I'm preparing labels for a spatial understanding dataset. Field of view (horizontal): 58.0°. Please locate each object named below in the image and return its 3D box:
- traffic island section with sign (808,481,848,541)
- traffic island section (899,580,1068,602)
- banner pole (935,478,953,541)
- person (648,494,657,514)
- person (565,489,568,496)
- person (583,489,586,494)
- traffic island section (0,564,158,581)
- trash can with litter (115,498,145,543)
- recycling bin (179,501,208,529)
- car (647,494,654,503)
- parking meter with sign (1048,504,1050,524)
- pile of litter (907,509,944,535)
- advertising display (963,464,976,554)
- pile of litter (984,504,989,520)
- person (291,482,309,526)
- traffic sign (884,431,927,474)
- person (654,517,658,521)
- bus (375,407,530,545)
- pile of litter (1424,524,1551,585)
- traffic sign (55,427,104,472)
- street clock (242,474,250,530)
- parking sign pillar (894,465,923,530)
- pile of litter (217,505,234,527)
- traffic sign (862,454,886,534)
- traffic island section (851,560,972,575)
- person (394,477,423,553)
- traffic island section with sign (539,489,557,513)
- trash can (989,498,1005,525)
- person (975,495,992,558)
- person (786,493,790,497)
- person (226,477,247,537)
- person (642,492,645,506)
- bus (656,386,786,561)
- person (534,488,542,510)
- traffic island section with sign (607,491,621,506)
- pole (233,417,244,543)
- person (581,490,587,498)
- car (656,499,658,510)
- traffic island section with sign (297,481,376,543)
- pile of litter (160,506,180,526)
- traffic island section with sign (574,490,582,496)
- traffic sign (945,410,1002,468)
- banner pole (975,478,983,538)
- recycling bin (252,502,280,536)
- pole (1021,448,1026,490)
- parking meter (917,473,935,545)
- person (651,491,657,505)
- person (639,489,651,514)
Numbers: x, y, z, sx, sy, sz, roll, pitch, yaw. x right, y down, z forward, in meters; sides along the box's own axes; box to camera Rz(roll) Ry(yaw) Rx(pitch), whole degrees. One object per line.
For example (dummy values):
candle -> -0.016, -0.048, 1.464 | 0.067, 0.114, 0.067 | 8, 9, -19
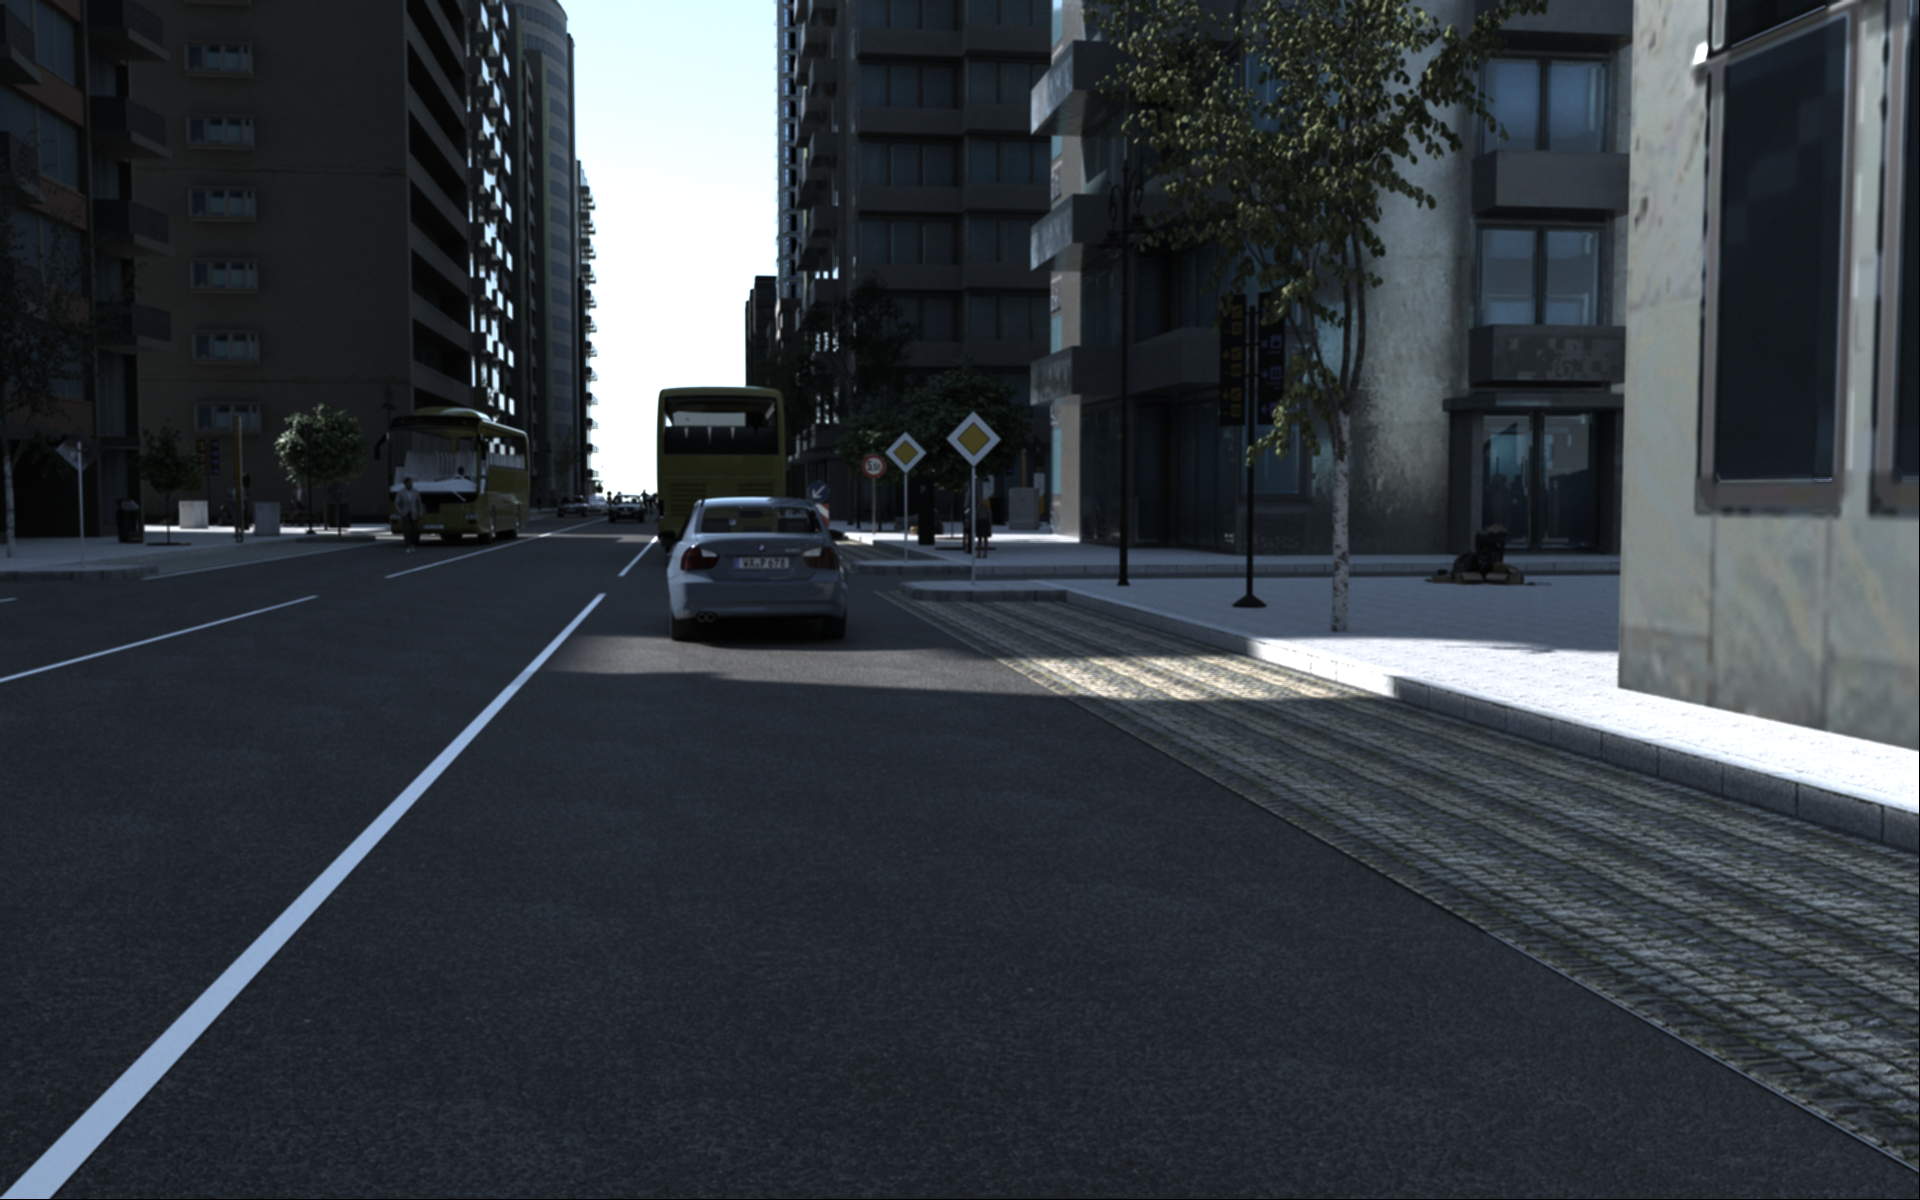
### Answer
traffic island section with sign -> -4.527, -2.745, 53.506 | 1.989, 1.847, 2.006 | -1, 4, -9
traffic island section -> 0.232, -0.122, 24.281 | 2.009, 0.180, 2.903 | -1, 4, -9
banner pole -> -0.629, -3.490, 47.082 | 0.863, 3.779, 0.401 | 0, 4, 4
person -> -21.977, -6.856, 123.824 | 0.697, 1.427, 0.421 | -2, 4, -33
person -> -38.716, -10.065, 170.587 | 0.705, 1.826, 1.348 | -1, 4, -10
person -> -43.053, -11.788, 198.856 | 0.705, 1.814, 1.350 | -2, 4, -28
traffic island section -> -15.242, -0.474, 30.031 | 2.009, 0.180, 2.903 | -1, 4, -9
trash can with litter -> -21.705, -2.083, 45.443 | 1.055, 1.170, 0.624 | 3, 5, 43
recycling bin -> -28.443, -3.165, 64.294 | 0.722, 1.027, 0.722 | 1, 4, 15
car -> -43.850, -14.361, 245.023 | 2.015, 1.641, 3.980 | -1, 4, -10
parking meter with sign -> 4.166, -4.704, 73.171 | 0.543, 3.016, 1.738 | -1, 4, -19
pile of litter -> -1.151, -2.502, 54.867 | 1.176, 0.858, 1.719 | 3, 5, 40
advertising display -> 0.196, -1.959, 37.244 | 0.123, 1.923, 0.974 | -1, 4, -9
pile of litter -> 0.720, -3.628, 73.285 | 1.176, 0.858, 1.719 | 2, 4, 23
person -> -26.531, -3.865, 69.640 | 0.661, 1.777, 0.834 | -1, 4, -17
traffic sign -> -0.983, -1.829, 32.091 | 0.795, 2.593, 0.064 | -1, 4, -9
person -> -15.634, -5.032, 90.879 | 0.850, 1.850, 0.679 | 1, 4, 17
bus -> -14.966, -3.717, 52.315 | 2.896, 3.916, 12.252 | 0, 4, -8
pile of litter -> 7.558, -0.665, 24.833 | 1.176, 0.858, 1.719 | -3, 5, -39
traffic sign -> -15.220, -1.699, 29.968 | 0.795, 2.593, 0.064 | -1, 4, -9
street clock -> -25.342, -3.476, 61.410 | 0.358, 2.002, 0.471 | 0, 4, -2
parking sign pillar -> -1.670, -4.518, 62.342 | 1.447, 3.967, 1.447 | 0, 4, 3
pile of litter -> -28.992, -3.361, 68.924 | 1.176, 0.858, 1.719 | -1, 4, -12
traffic sign -> -2.748, -3.369, 55.197 | 0.768, 2.556, 0.104 | 0, 4, -8
traffic island section -> -0.961, -0.605, 32.177 | 2.009, 0.180, 2.903 | -1, 4, -9
person -> -13.480, -2.077, 42.313 | 0.661, 1.843, 0.795 | -2, 4, -29
traffic island section with sign -> -30.092, -7.315, 128.230 | 1.989, 1.847, 2.006 | -1, 4, -9
trash can -> 1.549, -3.680, 71.818 | 0.748, 1.137, 0.748 | 0, 3, 0
person -> 0.458, -1.459, 34.574 | 0.362, 1.253, 0.373 | 1, 4, 13
person -> -13.686, -7.784, 134.032 | 1.217, 1.735, 0.721 | -2, 4, -26
person -> -21.581, -2.775, 51.611 | 0.606, 1.804, 0.583 | -1, 4, -10
person -> -38.068, -12.206, 208.887 | 0.721, 1.723, 1.217 | -1, 4, -22
bus -> -5.548, -2.967, 40.052 | 2.896, 3.916, 12.252 | -1, 4, -8
person -> -33.555, -8.013, 137.836 | 0.721, 1.735, 1.217 | 1, 4, 14
traffic island section with sign -> -42.494, -12.329, 210.203 | 1.989, 1.847, 2.006 | -1, 4, -9
pole -> -19.015, -3.168, 45.636 | 0.158, 3.312, 0.155 | 0, 3, 0
person -> -28.318, -7.413, 130.616 | 0.541, 1.710, 0.530 | -1, 4, -13
car -> -26.769, -8.902, 158.123 | 1.945, 1.354, 3.894 | 0, 4, -7
traffic island section with sign -> -18.502, -2.622, 51.504 | 1.989, 1.847, 2.006 | -1, 4, -9
pile of litter -> -32.480, -3.516, 71.447 | 1.176, 0.858, 1.719 | 0, 4, 3
traffic island section with sign -> -34.143, -8.951, 154.984 | 1.989, 1.847, 2.006 | -1, 4, -9
traffic sign -> 0.210, -1.346, 24.195 | 0.795, 2.593, 0.064 | -1, 4, -9
banner pole -> 0.504, -3.747, 51.278 | 0.401, 3.779, 0.863 | -1, 4, -19
recycling bin -> -21.220, -2.471, 52.961 | 0.722, 1.027, 0.722 | -2, 4, -28
pole -> 2.842, -5.115, 77.469 | 0.158, 3.312, 0.155 | 0, 3, 0
parking meter -> -0.853, -2.317, 43.595 | 0.399, 1.863, 0.255 | 3, 5, 41
person -> -38.686, -12.914, 219.734 | 1.348, 1.812, 0.705 | -1, 4, -20
person -> -22.793, -7.139, 125.203 | 1.348, 1.826, 0.705 | 0, 4, 0
